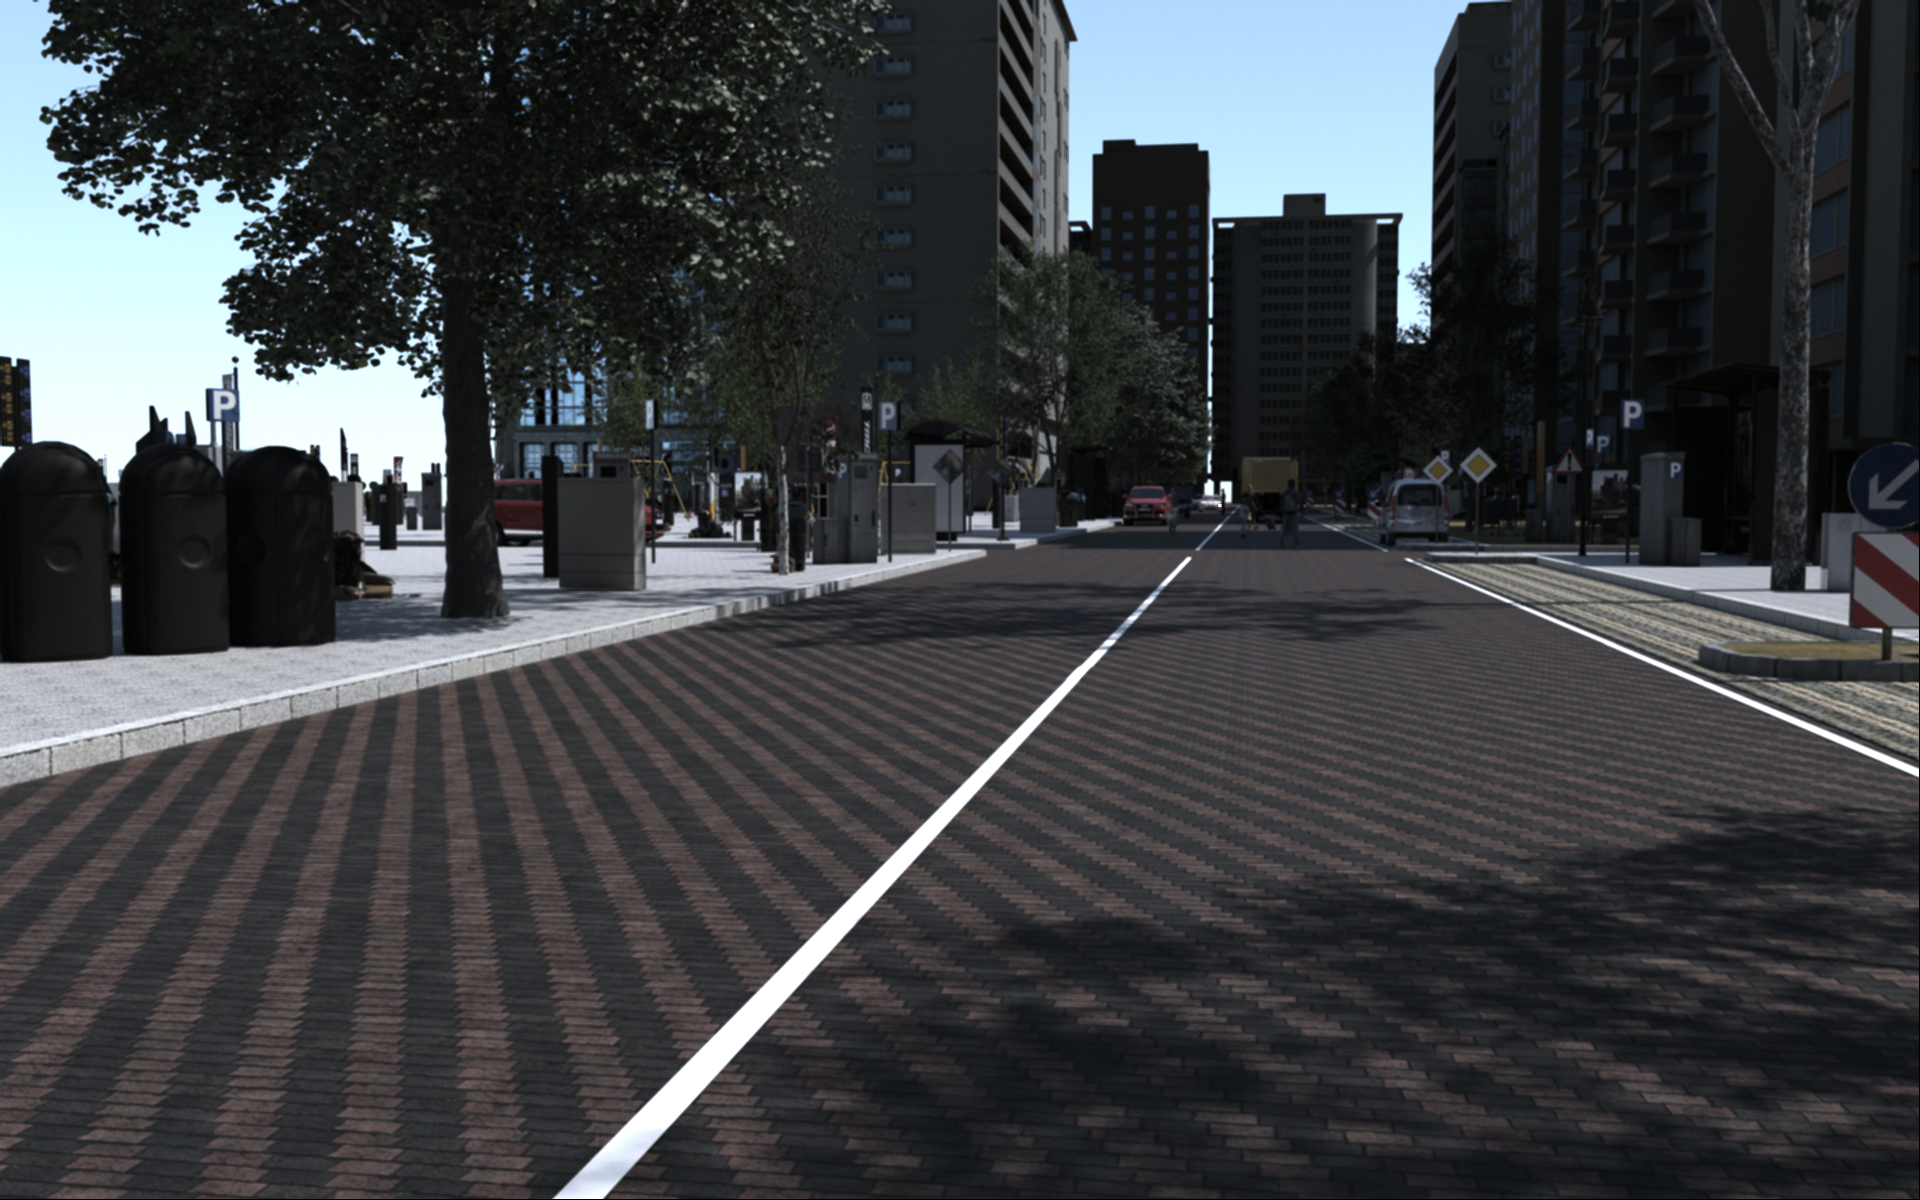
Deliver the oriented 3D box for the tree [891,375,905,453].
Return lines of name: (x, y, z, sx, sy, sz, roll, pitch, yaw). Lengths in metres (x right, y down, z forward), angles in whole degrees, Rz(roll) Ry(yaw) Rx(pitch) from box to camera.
tree: (-0.858, -9.010, 97.668, 4.737, 8.622, 4.395, 0, 3, 0)

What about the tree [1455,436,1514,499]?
tree: (29.451, -6.928, 96.993, 4.285, 4.588, 4.351, 0, 3, 0)

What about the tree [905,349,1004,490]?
tree: (0.298, -8.412, 87.899, 4.737, 8.622, 4.395, 0, 3, 0)

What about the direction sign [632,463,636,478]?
direction sign: (-23.644, -8.177, 125.687, 0.379, 3.537, 0.876, -2, 4, -26)

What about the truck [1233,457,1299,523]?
truck: (16.031, -5.767, 90.218, 3.469, 3.379, 9.791, 0, 4, 8)

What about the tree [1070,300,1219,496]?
tree: (11.689, -12.616, 112.935, 9.857, 13.997, 8.962, 0, 3, 0)

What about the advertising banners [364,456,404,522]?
advertising banners: (-26.540, -5.117, 79.848, 0.090, 3.025, 2.074, 3, 5, 40)

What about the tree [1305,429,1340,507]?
tree: (37.525, -13.957, 178.553, 4.737, 8.622, 4.395, 0, 3, 0)

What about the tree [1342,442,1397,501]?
tree: (24.694, -7.396, 104.634, 4.285, 4.588, 4.351, 0, 3, 0)

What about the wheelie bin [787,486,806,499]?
wheelie bin: (-6.355, -3.700, 68.395, 0.980, 1.594, 0.693, -1, 4, -11)

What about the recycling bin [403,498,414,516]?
recycling bin: (-33.181, -5.576, 103.723, 0.722, 1.027, 0.722, 2, 4, 34)

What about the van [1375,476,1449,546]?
van: (12.719, -2.546, 48.640, 2.013, 2.044, 4.112, 1, 4, 9)

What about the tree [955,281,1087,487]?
tree: (2.296, -6.685, 59.655, 4.360, 8.622, 3.978, 0, 3, 0)

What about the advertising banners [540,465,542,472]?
advertising banners: (-23.955, -6.540, 103.113, 2.074, 3.025, 0.090, 0, 4, 4)

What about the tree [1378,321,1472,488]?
tree: (19.689, -7.510, 73.145, 4.360, 8.622, 3.978, 0, 3, 0)

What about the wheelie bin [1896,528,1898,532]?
wheelie bin: (25.651, -2.457, 48.088, 0.693, 1.594, 0.980, -1, 4, -21)

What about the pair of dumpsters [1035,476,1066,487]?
pair of dumpsters: (4.704, -5.358, 90.099, 1.574, 2.255, 4.437, 1, 4, 10)

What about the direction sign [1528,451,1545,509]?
direction sign: (30.066, -6.018, 90.398, 0.379, 3.537, 0.876, -3, 5, -44)

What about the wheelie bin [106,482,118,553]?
wheelie bin: (-15.872, -1.453, 31.657, 0.980, 1.594, 0.693, 1, 4, 12)

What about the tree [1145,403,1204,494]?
tree: (21.163, -14.810, 176.550, 7.601, 10.594, 8.767, -1, 4, -12)

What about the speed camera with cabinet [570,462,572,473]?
speed camera with cabinet: (-24.287, -6.835, 106.082, 0.660, 3.252, 2.038, -3, 4, -38)

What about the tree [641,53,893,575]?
tree: (-2.888, -4.689, 27.026, 4.360, 8.622, 3.978, 0, 3, 0)

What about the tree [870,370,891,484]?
tree: (-4.855, -9.289, 102.241, 4.737, 8.622, 4.395, 0, 3, 0)

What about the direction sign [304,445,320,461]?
direction sign: (-29.606, -5.359, 79.611, 0.379, 3.537, 0.876, 0, 4, 7)

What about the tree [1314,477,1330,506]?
tree: (39.965, -12.056, 191.719, 1.663, 3.219, 1.824, 0, 3, 0)

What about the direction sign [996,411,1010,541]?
direction sign: (1.196, -3.417, 47.868, 0.379, 3.537, 0.876, 1, 4, 17)

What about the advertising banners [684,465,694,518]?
advertising banners: (-14.482, -5.908, 92.776, 0.090, 3.025, 2.074, 0, 4, 5)

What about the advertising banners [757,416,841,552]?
advertising banners: (-3.553, -2.587, 38.478, 2.074, 3.025, 0.090, -2, 4, -31)

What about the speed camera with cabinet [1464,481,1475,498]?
speed camera with cabinet: (32.407, -7.225, 112.458, 2.038, 3.252, 0.660, 1, 4, 12)

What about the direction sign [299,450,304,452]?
direction sign: (-33.567, -5.952, 89.312, 0.876, 3.537, 0.379, -2, 4, -23)

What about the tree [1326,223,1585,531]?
tree: (17.801, -7.629, 59.145, 7.601, 10.594, 8.767, 0, 4, -8)

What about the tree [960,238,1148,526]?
tree: (3.793, -8.813, 69.850, 9.928, 11.665, 9.643, 0, 3, 0)

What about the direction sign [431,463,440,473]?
direction sign: (-37.939, -8.160, 125.420, 0.379, 3.537, 0.876, 2, 4, 27)

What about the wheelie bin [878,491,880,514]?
wheelie bin: (-4.876, -6.291, 110.768, 0.980, 1.594, 0.693, 2, 4, 29)

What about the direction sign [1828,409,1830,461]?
direction sign: (23.189, -3.326, 46.379, 0.379, 3.537, 0.876, 1, 4, 22)

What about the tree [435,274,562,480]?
tree: (-14.239, -6.280, 53.038, 4.360, 8.622, 3.978, 0, 3, 0)

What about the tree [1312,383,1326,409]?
tree: (22.770, -9.535, 90.314, 8.767, 10.594, 7.601, 0, 4, 7)

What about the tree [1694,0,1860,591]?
tree: (10.072, -10.262, 23.675, 12.611, 20.169, 13.585, 0, 3, 0)

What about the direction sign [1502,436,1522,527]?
direction sign: (21.479, -4.615, 67.446, 0.379, 3.537, 0.876, -2, 4, -35)

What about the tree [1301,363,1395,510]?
tree: (30.612, -12.861, 136.025, 9.928, 11.665, 9.643, 0, 3, 0)

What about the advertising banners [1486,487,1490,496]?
advertising banners: (31.861, -6.655, 104.999, 0.090, 3.025, 2.074, 0, 4, 0)

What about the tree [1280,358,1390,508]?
tree: (33.903, -14.997, 155.575, 12.009, 13.543, 11.850, 0, 3, 0)

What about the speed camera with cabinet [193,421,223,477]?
speed camera with cabinet: (-14.061, -2.373, 33.132, 0.660, 3.252, 2.038, 0, 4, 7)

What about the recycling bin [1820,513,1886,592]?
recycling bin: (11.817, -0.631, 22.870, 0.722, 1.027, 0.722, 1, 4, 18)

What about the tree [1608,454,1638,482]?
tree: (31.545, -5.443, 83.596, 1.663, 3.219, 1.824, 0, 3, 0)

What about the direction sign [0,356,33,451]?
direction sign: (-15.697, -2.254, 28.843, 0.379, 3.537, 0.876, 0, 4, 2)

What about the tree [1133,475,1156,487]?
tree: (14.055, -8.416, 132.210, 1.663, 3.219, 1.824, 0, 3, 0)

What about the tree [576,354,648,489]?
tree: (-13.863, -7.531, 73.490, 4.737, 8.622, 4.395, 0, 3, 0)

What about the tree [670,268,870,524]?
tree: (-6.104, -6.483, 56.358, 4.737, 8.622, 4.395, 0, 3, 0)

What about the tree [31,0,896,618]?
tree: (-5.053, -6.793, 17.726, 9.857, 13.997, 8.962, 0, 3, 0)

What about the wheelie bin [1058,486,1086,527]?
wheelie bin: (4.165, -3.602, 66.800, 0.980, 1.594, 0.693, 2, 4, 28)

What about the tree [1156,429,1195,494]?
tree: (20.301, -13.148, 165.335, 4.737, 8.622, 4.395, 0, 3, 0)

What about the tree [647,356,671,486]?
tree: (-9.035, -6.934, 63.735, 4.737, 8.622, 4.395, 0, 3, 0)

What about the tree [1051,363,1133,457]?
tree: (7.234, -8.793, 94.122, 4.737, 8.622, 4.395, 0, 3, 0)
